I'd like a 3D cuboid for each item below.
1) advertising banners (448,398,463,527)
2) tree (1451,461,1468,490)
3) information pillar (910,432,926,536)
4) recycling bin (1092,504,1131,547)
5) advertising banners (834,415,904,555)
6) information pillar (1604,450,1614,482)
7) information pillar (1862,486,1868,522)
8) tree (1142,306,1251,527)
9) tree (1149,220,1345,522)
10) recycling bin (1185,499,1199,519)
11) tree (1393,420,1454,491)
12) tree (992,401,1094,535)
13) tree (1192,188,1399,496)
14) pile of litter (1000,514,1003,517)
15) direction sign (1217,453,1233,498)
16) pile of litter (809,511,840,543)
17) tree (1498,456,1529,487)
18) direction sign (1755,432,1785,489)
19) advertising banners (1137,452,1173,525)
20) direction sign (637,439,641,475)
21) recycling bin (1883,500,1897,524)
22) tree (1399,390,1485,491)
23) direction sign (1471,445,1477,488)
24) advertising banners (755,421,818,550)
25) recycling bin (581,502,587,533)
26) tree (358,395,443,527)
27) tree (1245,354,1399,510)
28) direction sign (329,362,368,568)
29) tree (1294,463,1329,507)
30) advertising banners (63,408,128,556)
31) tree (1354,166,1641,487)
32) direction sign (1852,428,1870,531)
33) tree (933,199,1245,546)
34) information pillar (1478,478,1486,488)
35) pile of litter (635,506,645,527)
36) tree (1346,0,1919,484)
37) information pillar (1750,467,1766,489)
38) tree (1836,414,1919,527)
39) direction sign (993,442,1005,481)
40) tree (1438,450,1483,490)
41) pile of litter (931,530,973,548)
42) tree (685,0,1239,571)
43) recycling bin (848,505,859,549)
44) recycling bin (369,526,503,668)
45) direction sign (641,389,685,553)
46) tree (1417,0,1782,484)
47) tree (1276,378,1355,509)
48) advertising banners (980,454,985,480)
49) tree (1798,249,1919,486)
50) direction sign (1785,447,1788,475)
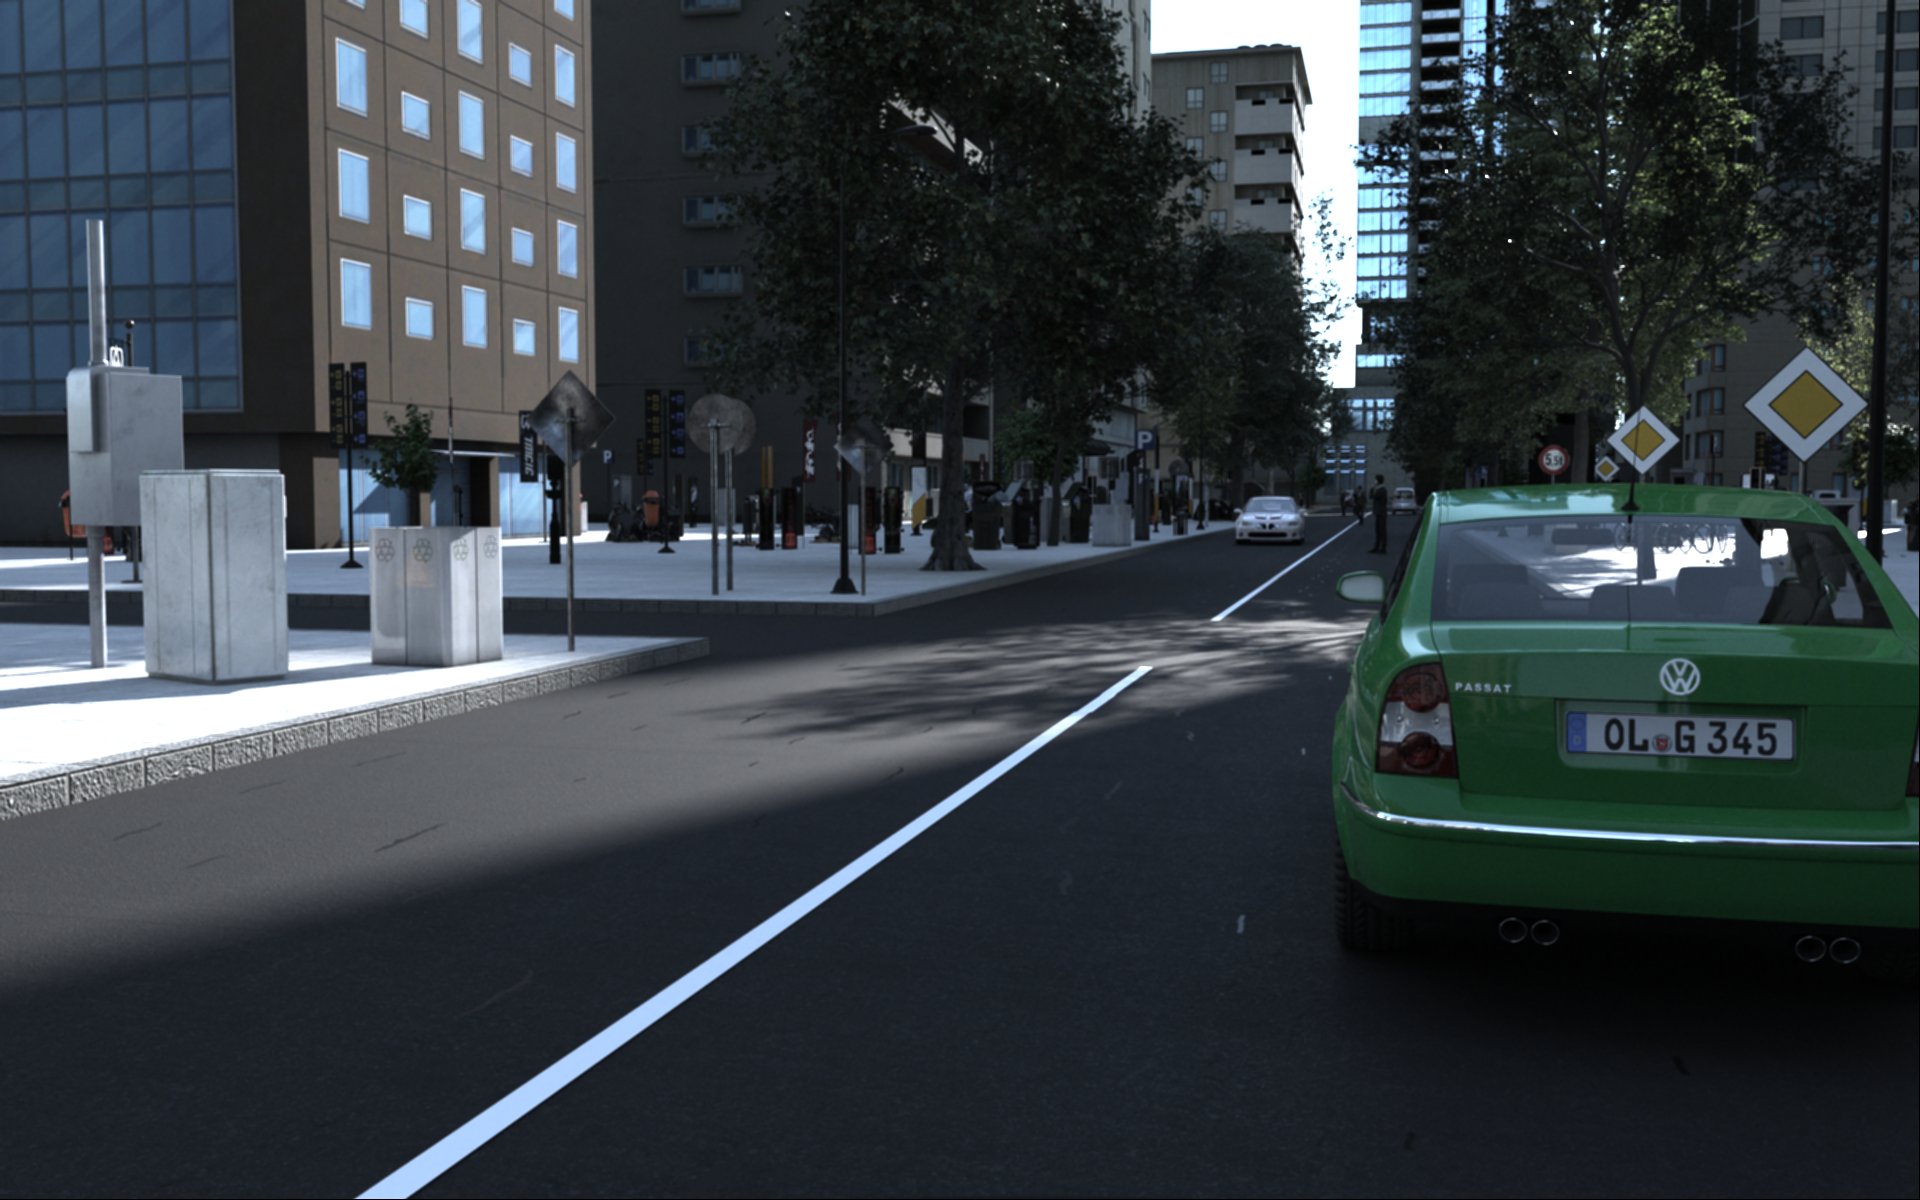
[{"bbox_3d":[-9.025,-2.128,30.977,0.090,3.025,2.074,-1,4,-20],"label":"advertising banners"},{"bbox_3d":[25.693,-5.730,88.281,1.663,3.219,1.824,0,3,0],"label":"tree"},{"bbox_3d":[-1.277,-3.798,53.457,0.504,3.616,0.183,2,4,32],"label":"information pillar"},{"bbox_3d":[3.732,-1.836,42.568,0.722,1.027,0.722,3,4,38],"label":"recycling bin"},{"bbox_3d":[-1.947,-2.480,36.728,0.090,3.025,2.074,3,5,43],"label":"advertising banners"},{"bbox_3d":[32.362,-5.812,86.381,0.504,3.616,0.183,2,4,35],"label":"information pillar"},{"bbox_3d":[41.576,-5.384,79.376,0.183,3.616,0.504,-3,5,-43],"label":"information pillar"},{"bbox_3d":[9.366,-7.125,66.852,4.737,8.622,4.395,0,3,0],"label":"tree"},{"bbox_3d":[13.103,-10.637,80.569,9.857,13.997,8.962,0,3,0],"label":"tree"},{"bbox_3d":[12.052,-4.760,90.384,0.722,1.027,0.722,3,5,41],"label":"recycling bin"},{"bbox_3d":[45.697,-15.776,164.591,9.857,13.997,8.962,0,3,0],"label":"tree"},{"bbox_3d":[2.676,-4.391,55.503,4.285,4.588,4.351,0,3,0],"label":"tree"},{"bbox_3d":[20.353,-15.425,108.085,12.611,20.169,13.585,0,3,0],"label":"tree"},{"bbox_3d":[2.153,-4.325,84.685,1.719,0.858,1.176,-1,4,-14],"label":"pile of litter"},{"bbox_3d":[13.653,-5.938,89.078,0.876,3.537,0.379,1,4,18],"label":"direction sign"},{"bbox_3d":[-3.100,-1.945,45.772,1.719,0.858,1.176,0,4,3],"label":"pile of litter"},{"bbox_3d":[21.622,-4.489,67.990,1.663,3.219,1.824,0,3,0],"label":"tree"},{"bbox_3d":[29.330,-4.338,62.916,0.876,3.537,0.379,2,4,32],"label":"direction sign"},{"bbox_3d":[8.100,-4.648,72.189,0.090,3.025,2.074,-3,4,-39],"label":"advertising banners"},{"bbox_3d":[-12.953,-4.850,71.289,0.379,3.537,0.876,2,4,35],"label":"direction sign"},{"bbox_3d":[40.031,-3.815,74.929,0.722,1.027,0.722,-3,5,-43],"label":"recycling bin"},{"bbox_3d":[41.874,-14.627,149.516,12.009,13.543,11.850,0,3,0],"label":"tree"},{"bbox_3d":[23.626,-5.363,79.682,0.379,3.537,0.876,2,4,32],"label":"direction sign"},{"bbox_3d":[-3.982,-2.688,40.140,0.090,3.025,2.074,3,4,38],"label":"advertising banners"},{"bbox_3d":[-12.779,-2.723,57.076,0.722,1.027,0.722,2,4,24],"label":"recycling bin"},{"bbox_3d":[-10.624,-2.403,33.894,1.663,3.219,1.824,0,3,0],"label":"tree"},{"bbox_3d":[26.738,-14.014,139.493,12.009,13.543,11.850,0,3,0],"label":"tree"},{"bbox_3d":[-10.571,-2.324,29.989,0.876,3.537,0.379,2,4,28],"label":"direction sign"},{"bbox_3d":[33.765,-11.177,166.454,4.285,4.588,4.351,0,3,0],"label":"tree"},{"bbox_3d":[-17.983,-2.458,36.382,0.090,3.025,2.074,1,4,16],"label":"advertising banners"},{"bbox_3d":[18.586,-8.742,59.938,9.611,12.733,9.660,0,3,0],"label":"tree"},{"bbox_3d":[30.975,-4.124,59.428,0.876,3.537,0.379,-1,4,-17],"label":"direction sign"},{"bbox_3d":[2.522,-6.590,42.164,7.601,10.594,8.767,3,5,44],"label":"tree"},{"bbox_3d":[23.411,-4.479,77.727,0.304,2.012,0.304,1,4,11],"label":"information pillar"},{"bbox_3d":[-11.419,-3.032,63.541,1.176,0.858,1.719,1,4,18],"label":"pile of litter"},{"bbox_3d":[10.426,-5.618,26.270,8.767,10.594,7.601,0,4,0],"label":"tree"},{"bbox_3d":[21.851,-2.630,47.489,0.304,2.012,0.304,-3,5,-41],"label":"information pillar"},{"bbox_3d":[36.579,-5.188,68.534,4.285,4.588,4.351,0,3,0],"label":"tree"},{"bbox_3d":[1.624,-4.927,72.549,0.379,3.537,0.876,2,4,34],"label":"direction sign"},{"bbox_3d":[32.224,-7.757,110.541,4.285,4.588,4.351,0,3,0],"label":"tree"},{"bbox_3d":[-0.087,-1.701,41.775,1.176,0.858,1.719,2,4,34],"label":"pile of litter"},{"bbox_3d":[-0.031,-6.834,28.743,9.611,12.733,9.660,0,3,0],"label":"tree"},{"bbox_3d":[-2.405,-1.728,40.811,0.722,1.027,0.722,0,4,5],"label":"recycling bin"},{"bbox_3d":[-3.984,-0.039,13.195,0.722,1.027,0.722,1,4,21],"label":"recycling bin"},{"bbox_3d":[-6.404,-2.794,37.683,0.876,3.537,0.379,-2,4,-25],"label":"direction sign"},{"bbox_3d":[14.269,-7.353,38.342,7.486,12.596,7.792,0,3,0],"label":"tree"},{"bbox_3d":[30.622,-13.791,151.238,9.928,11.665,9.643,0,3,0],"label":"tree"},{"bbox_3d":[0.660,-4.913,76.512,0.090,3.025,2.074,-2,4,-24],"label":"advertising banners"},{"bbox_3d":[27.844,-6.288,53.169,4.360,8.622,3.978,0,3,0],"label":"tree"},{"bbox_3d":[34.329,-4.947,72.877,0.876,3.537,0.379,2,4,33],"label":"direction sign"}]
